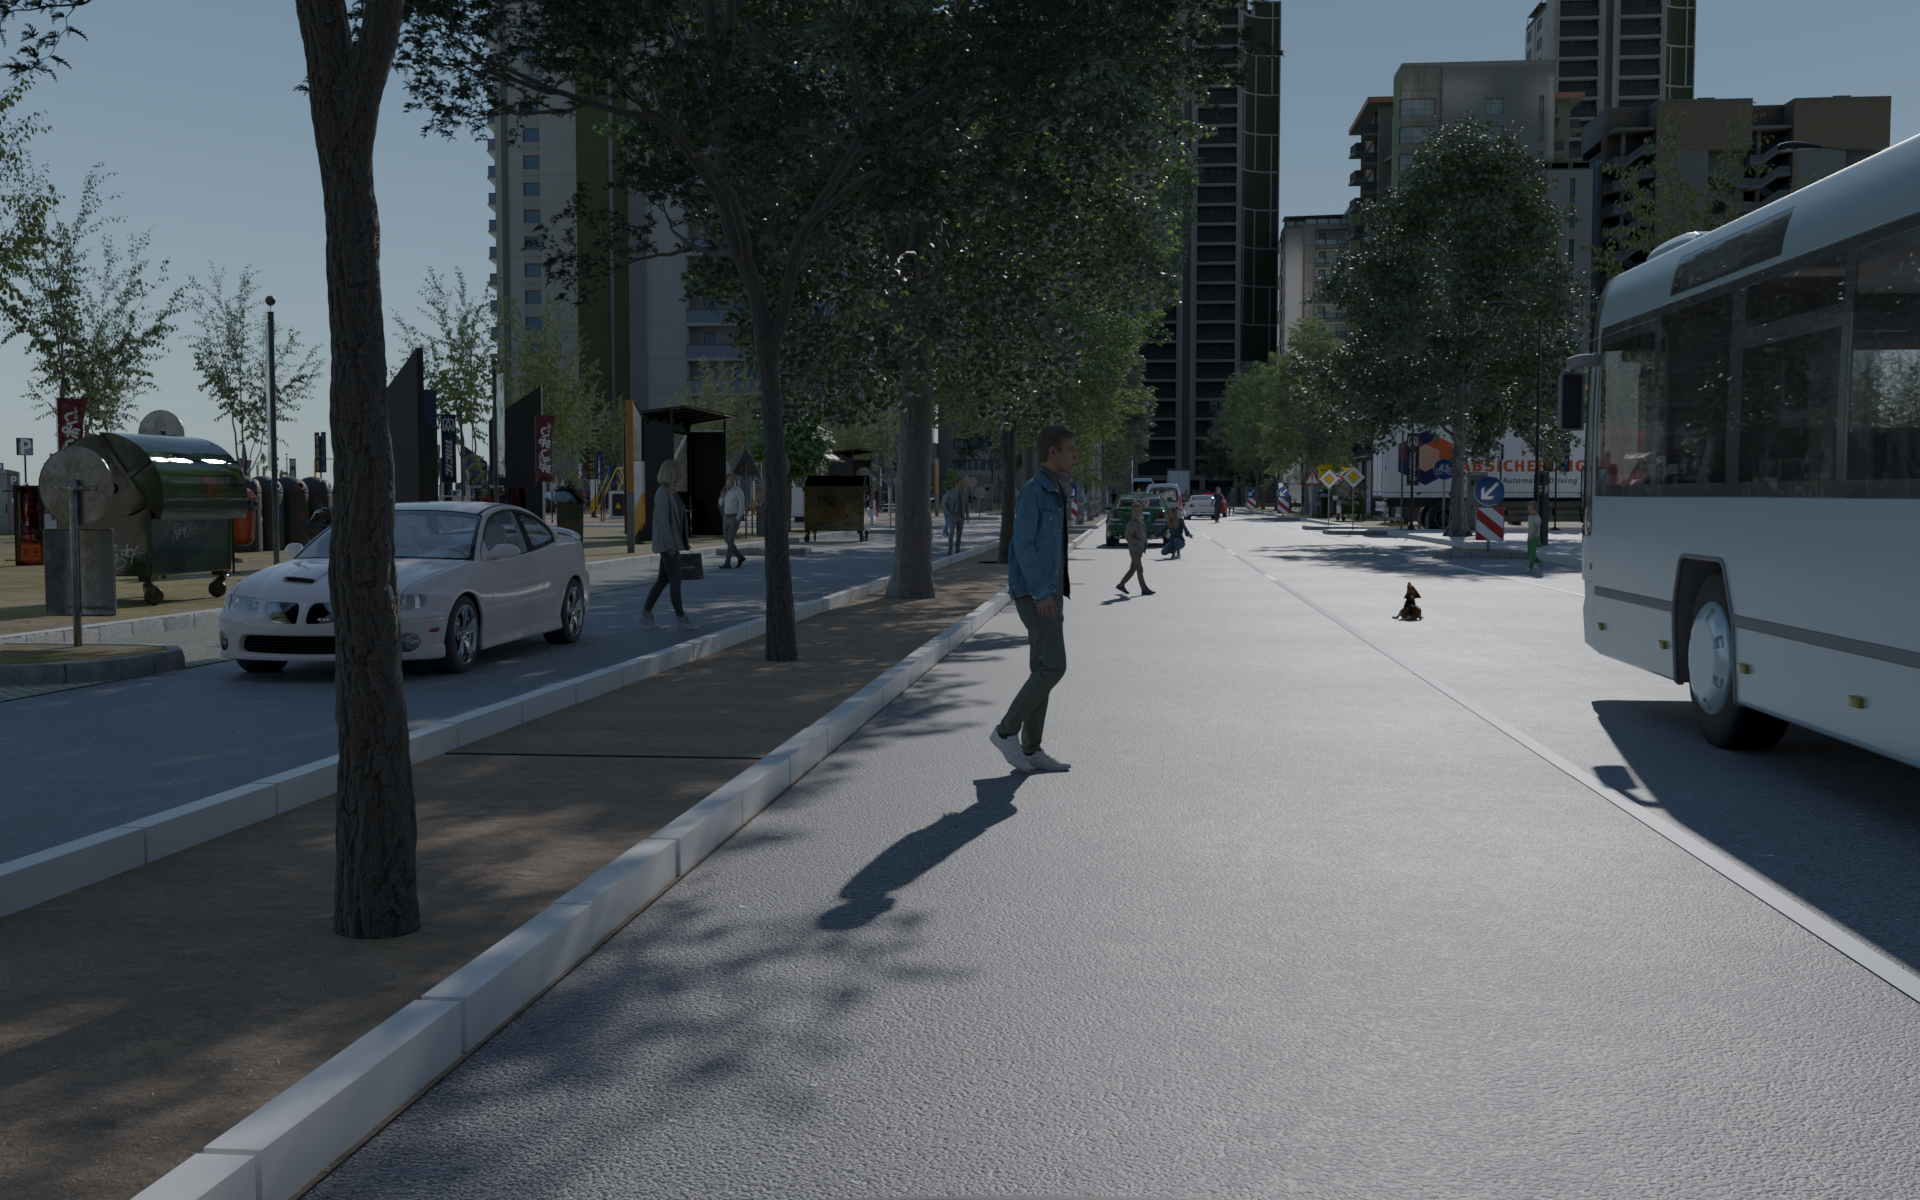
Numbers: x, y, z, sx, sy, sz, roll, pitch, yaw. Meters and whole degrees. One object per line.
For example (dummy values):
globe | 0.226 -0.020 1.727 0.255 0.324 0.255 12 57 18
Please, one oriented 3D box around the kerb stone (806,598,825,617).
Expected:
kerb stone | -1.769 0.108 20.428 0.120 0.150 1.000 0 4 6

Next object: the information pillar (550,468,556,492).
information pillar | -32.684 -9.031 139.015 0.504 3.616 0.183 0 3 0

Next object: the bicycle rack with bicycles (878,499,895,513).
bicycle rack with bicycles | -5.514 -6.247 115.524 2.852 0.926 2.925 3 4 37

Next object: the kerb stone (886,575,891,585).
kerb stone | -1.127 -0.267 26.554 0.120 0.150 1.000 0 4 6

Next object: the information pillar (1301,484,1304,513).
information pillar | 23.276 -6.892 117.177 0.304 2.012 0.304 3 5 42

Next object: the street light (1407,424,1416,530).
street light | 15.496 -5.436 61.420 1.470 5.913 1.316 0 4 6

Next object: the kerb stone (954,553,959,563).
kerb stone | -0.178 -0.825 35.721 0.120 0.150 1.000 0 4 6

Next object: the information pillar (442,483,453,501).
information pillar | -15.365 -2.903 51.949 0.304 2.012 0.304 -1 4 -21

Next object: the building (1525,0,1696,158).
building | 91.893 -49.310 244.473 20.611 71.187 20.563 0 4 6

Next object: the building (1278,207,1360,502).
building | 52.728 -34.413 246.238 14.086 41.232 14.154 0 4 6

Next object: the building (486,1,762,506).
building | -39.476 -40.410 202.700 28.212 58.520 21.231 0 4 6

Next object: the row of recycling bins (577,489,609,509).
row of recycling bins | -31.787 -8.725 149.769 3.534 1.692 1.069 1 4 17

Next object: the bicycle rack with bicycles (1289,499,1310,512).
bicycle rack with bicycles | 27.459 -7.711 139.456 2.925 0.926 2.852 0 4 -4

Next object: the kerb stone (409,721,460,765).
kerb stone | -2.929 0.797 9.215 0.120 0.150 1.000 0 4 6

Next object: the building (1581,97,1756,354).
building | 77.961 -33.220 193.253 14.200 45.320 14.600 0 4 6

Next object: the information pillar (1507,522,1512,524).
information pillar | 23.908 -4.307 74.904 0.304 2.012 0.304 -1 4 -15

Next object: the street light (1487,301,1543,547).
street light | 13.404 -4.239 41.844 1.470 5.913 1.316 0 4 6

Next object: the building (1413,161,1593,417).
building | 46.995 -23.350 153.466 14.160 30.474 14.107 0 4 6

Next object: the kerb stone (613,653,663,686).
kerb stone | -2.498 0.544 13.299 0.120 0.150 1.000 0 4 6

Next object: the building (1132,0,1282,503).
building | 35.433 -49.629 249.680 20.611 71.187 20.563 0 4 6

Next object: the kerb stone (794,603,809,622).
kerb stone | -1.870 0.171 19.407 0.120 0.150 1.000 0 4 6

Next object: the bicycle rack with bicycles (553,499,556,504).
bicycle rack with bicycles | -30.079 -7.055 128.724 2.925 0.926 2.852 1 4 20

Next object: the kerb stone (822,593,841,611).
kerb stone | -1.656 0.046 21.448 0.120 0.150 1.000 0 4 6

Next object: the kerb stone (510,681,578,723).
kerb stone | -2.720 0.670 11.248 0.120 0.150 1.000 0 4 6

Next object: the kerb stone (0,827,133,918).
kerb stone | -3.246 0.981 6.164 0.120 0.150 1.000 0 4 6

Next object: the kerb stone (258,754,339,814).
kerb stone | -3.039 0.856 8.199 0.120 0.150 1.000 0 4 6

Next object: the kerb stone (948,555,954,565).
kerb stone | -0.289 -0.765 34.705 0.120 0.150 1.000 0 4 6

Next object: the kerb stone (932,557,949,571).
kerb stone | -0.386 -0.703 33.688 0.120 0.150 1.000 0 4 6

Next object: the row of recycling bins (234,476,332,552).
row of recycling bins | -15.646 -1.990 39.650 1.069 1.692 3.534 1 4 13

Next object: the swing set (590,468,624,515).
swing set | -20.102 -6.471 103.429 2.862 2.851 3.119 0 4 2

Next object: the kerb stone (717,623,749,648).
kerb stone | -2.189 0.357 16.353 0.120 0.150 1.000 0 4 6

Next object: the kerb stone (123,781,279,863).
kerb stone | -3.143 0.920 7.181 0.120 0.150 1.000 0 4 6

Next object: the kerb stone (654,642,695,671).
kerb stone | -2.397 0.485 14.320 0.120 0.150 1.000 0 4 6

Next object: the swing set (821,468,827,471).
swing set | -8.405 -6.606 105.620 2.862 2.851 3.119 0 4 3

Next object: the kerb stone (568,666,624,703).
kerb stone | -2.607 0.608 12.276 0.120 0.150 1.000 0 4 6

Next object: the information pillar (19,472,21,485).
information pillar | -31.800 -3.293 58.328 0.304 2.012 0.304 -1 4 -23

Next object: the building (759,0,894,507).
building | -18.617 -37.911 161.844 21.231 58.520 28.212 0 4 6

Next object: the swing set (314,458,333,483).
swing set | -26.706 -4.803 76.152 3.119 2.851 2.862 -1 4 -17

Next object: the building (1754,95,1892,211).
building | 92.133 -33.159 192.256 14.200 45.320 14.600 0 4 6

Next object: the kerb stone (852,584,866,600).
kerb stone | -1.446 -0.079 23.487 0.120 0.150 1.000 0 4 6

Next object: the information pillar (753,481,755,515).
information pillar | -12.941 -7.176 108.679 0.183 3.616 0.504 -1 4 -12

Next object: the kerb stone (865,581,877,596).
kerb stone | -1.339 -0.138 24.508 0.120 0.150 1.000 0 4 6

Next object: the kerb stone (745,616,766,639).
kerb stone | -2.081 0.295 17.369 0.120 0.150 1.000 0 4 6

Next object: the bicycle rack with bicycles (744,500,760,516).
bicycle rack with bicycles | -12.836 -5.304 100.101 2.925 0.926 2.852 -1 4 -15

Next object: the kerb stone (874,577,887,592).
kerb stone | -1.238 -0.204 25.524 0.120 0.150 1.000 0 4 6

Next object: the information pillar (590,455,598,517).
information pillar | -20.370 -6.420 96.327 0.504 3.616 0.183 2 4 34

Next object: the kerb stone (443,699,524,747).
kerb stone | -2.825 0.732 10.232 0.120 0.150 1.000 0 4 6

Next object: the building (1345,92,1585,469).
building | 53.957 -32.639 188.279 22.147 44.769 28.867 0 4 6

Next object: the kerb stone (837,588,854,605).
kerb stone | -1.555 -0.016 22.465 0.120 0.150 1.000 0 4 6

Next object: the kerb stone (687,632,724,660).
kerb stone | -2.288 0.420 15.336 0.120 0.150 1.000 0 4 6

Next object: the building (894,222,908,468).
building | -15.053 -46.531 199.038 20.611 71.187 20.563 0 4 6

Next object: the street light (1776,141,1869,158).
street light | 11.454 -3.082 22.931 1.470 5.913 1.316 0 4 6

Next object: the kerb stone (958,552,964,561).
kerb stone | -0.069 -0.889 36.737 0.120 0.150 1.000 0 4 6

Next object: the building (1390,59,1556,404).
building | 48.515 -29.591 167.399 14.154 41.232 14.086 0 4 6

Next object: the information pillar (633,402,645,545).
information pillar | -8.146 -3.217 43.949 0.183 3.616 0.504 -2 4 -35
